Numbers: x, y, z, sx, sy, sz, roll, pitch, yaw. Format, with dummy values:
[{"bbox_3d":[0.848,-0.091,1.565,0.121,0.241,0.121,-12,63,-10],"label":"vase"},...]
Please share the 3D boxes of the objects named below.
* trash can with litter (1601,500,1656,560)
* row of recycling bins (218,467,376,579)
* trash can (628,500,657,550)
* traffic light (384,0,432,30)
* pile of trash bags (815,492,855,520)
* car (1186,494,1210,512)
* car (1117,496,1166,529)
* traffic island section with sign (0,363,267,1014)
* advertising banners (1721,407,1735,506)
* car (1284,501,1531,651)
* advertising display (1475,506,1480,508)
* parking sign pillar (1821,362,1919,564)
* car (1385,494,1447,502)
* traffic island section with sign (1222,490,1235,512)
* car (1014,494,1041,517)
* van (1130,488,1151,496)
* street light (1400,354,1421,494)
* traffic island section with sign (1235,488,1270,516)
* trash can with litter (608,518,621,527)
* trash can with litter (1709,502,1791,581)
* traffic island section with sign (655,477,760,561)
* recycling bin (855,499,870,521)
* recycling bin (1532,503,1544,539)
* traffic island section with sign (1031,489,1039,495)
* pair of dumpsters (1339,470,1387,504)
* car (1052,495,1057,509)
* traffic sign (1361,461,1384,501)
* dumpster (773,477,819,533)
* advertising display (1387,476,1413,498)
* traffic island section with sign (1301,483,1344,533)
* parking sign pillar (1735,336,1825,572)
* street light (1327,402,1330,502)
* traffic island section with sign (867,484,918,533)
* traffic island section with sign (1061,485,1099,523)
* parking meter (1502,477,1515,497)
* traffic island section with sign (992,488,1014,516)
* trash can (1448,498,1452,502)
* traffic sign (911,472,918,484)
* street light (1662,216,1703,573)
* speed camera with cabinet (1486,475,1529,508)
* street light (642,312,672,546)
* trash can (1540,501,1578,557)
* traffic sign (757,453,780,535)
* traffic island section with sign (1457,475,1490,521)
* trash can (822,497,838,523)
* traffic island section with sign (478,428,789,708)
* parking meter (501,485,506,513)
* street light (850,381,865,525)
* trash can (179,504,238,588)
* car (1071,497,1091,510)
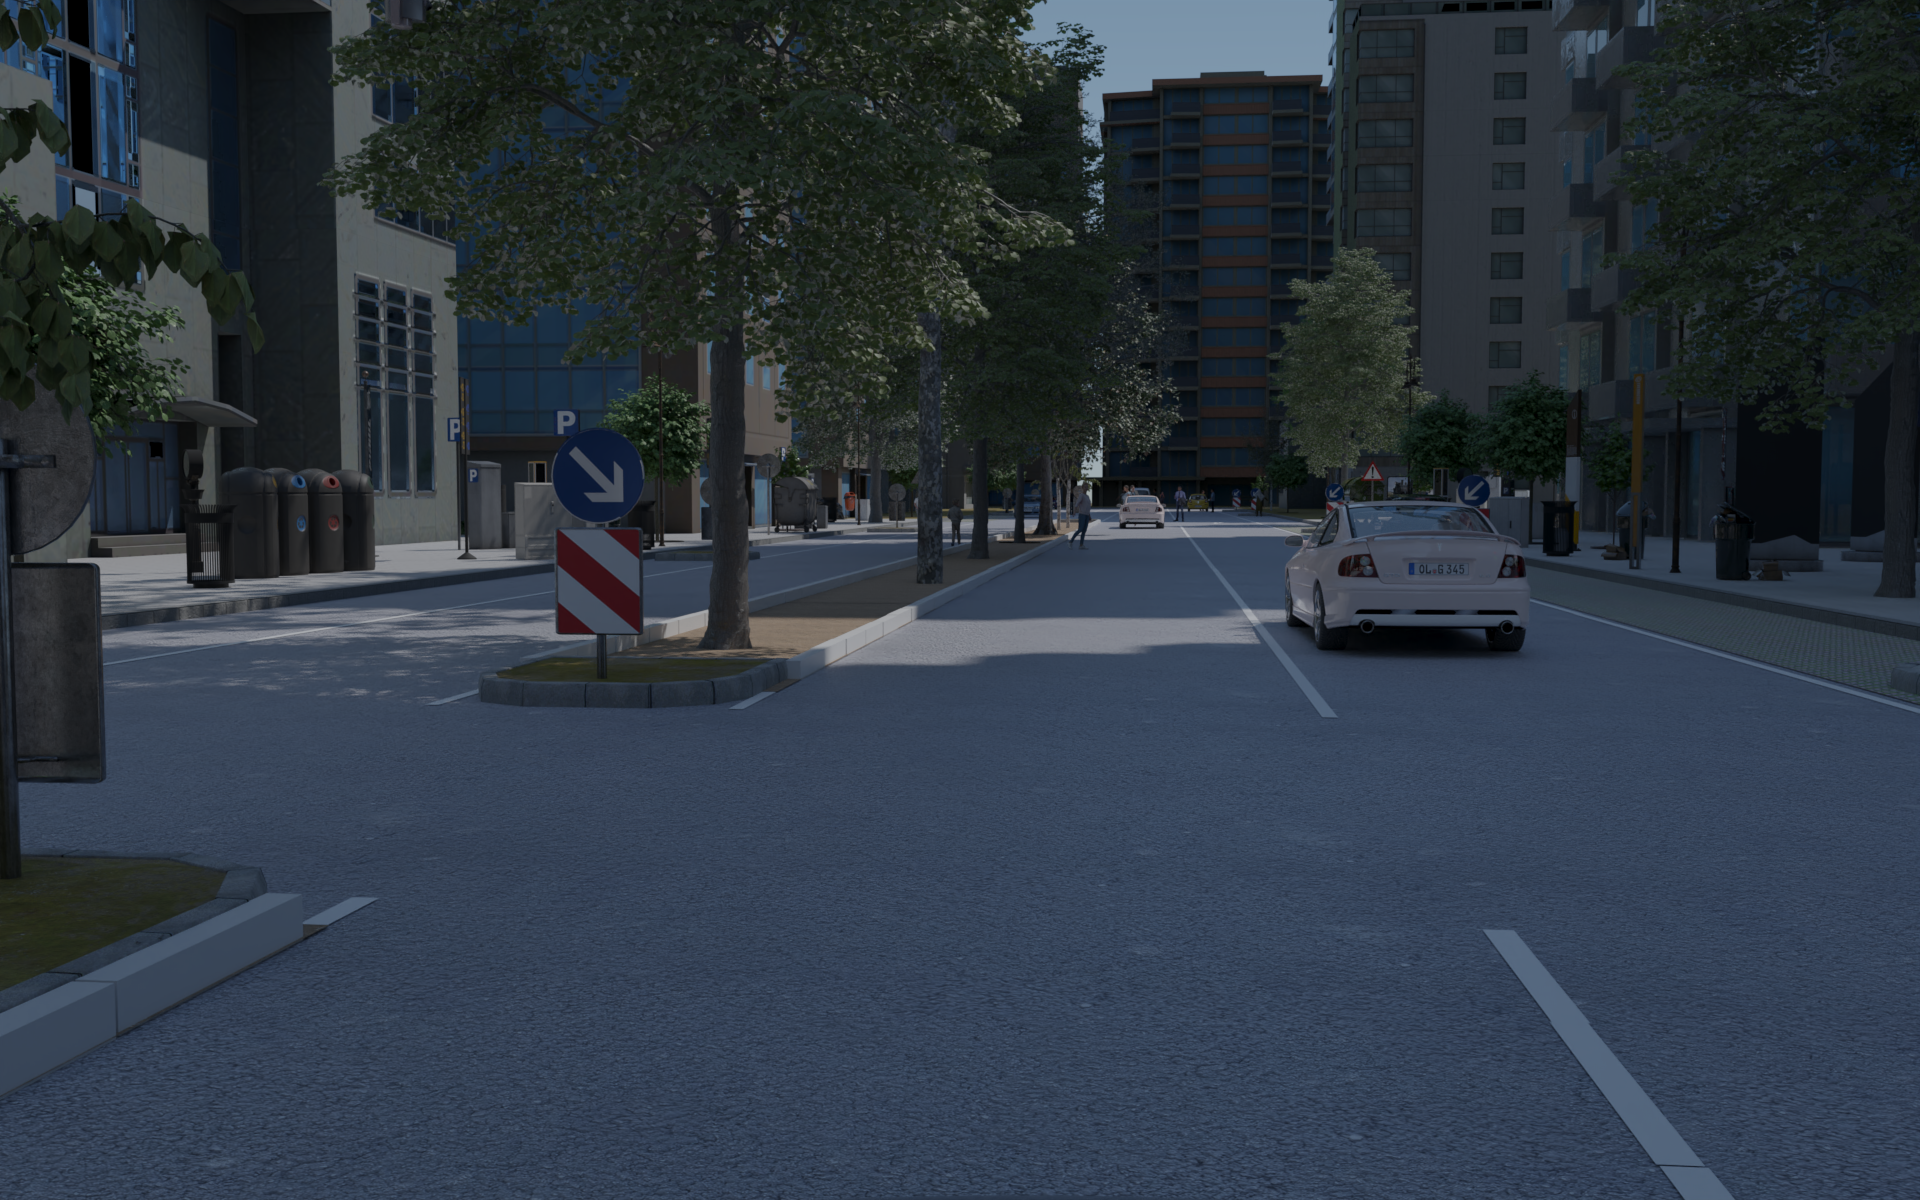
[{"bbox_3d":[13.028,-1.371,33.797,1.055,1.170,0.624,-3,4,-37],"label":"trash can with litter"},{"bbox_3d":[-10.609,-1.262,27.748,1.069,1.692,3.534,1,4,13],"label":"row of recycling bins"},{"bbox_3d":[-7.311,-1.717,39.719,0.748,1.137,0.748,0,3,0],"label":"trash can"},{"bbox_3d":[-6.425,-2.360,13.253,4.771,5.953,1.251,0,4,6],"label":"traffic light"},{"bbox_3d":[-6.535,-4.710,86.764,1.912,1.369,3.447,3,5,41],"label":"pile of trash bags"},{"bbox_3d":[19.674,-8.132,143.186,2.015,1.641,3.980,0,4,7],"label":"car"},{"bbox_3d":[7.662,-3.719,73.161,2.083,1.381,4.827,0,4,5],"label":"car"},{"bbox_3d":[-3.255,0.180,5.196,2.006,1.907,1.989,0,4,6],"label":"traffic island section with sign"},{"bbox_3d":[15.807,-2.410,35.595,0.090,3.025,2.074,2,4,33],"label":"advertising banners"},{"bbox_3d":[4.330,-0.297,17.226,2.083,1.381,4.827,0,4,5],"label":"car"},{"bbox_3d":[18.619,-3.501,62.452,0.123,1.923,0.974,1,4,8],"label":"advertising display"},{"bbox_3d":[17.637,-2.723,32.986,1.447,3.967,1.447,-1,4,-11],"label":"parking sign pillar"},{"bbox_3d":[10.961,-1.970,41.999,2.009,1.686,4.222,0,4,7],"label":"car"},{"bbox_3d":[22.193,-8.029,139.899,1.989,1.847,2.006,0,4,6],"label":"traffic island section with sign"},{"bbox_3d":[4.335,-5.740,105.846,2.014,1.417,4.499,0,4,8],"label":"car"},{"bbox_3d":[12.360,-6.853,119.061,2.013,2.044,4.112,0,4,6],"label":"van"},{"bbox_3d":[14.848,-5.164,57.218,0.468,5.910,1.993,0,4,6],"label":"street light"},{"bbox_3d":[19.176,-6.391,113.113,1.989,1.847,2.006,0,4,6],"label":"traffic island section with sign"},{"bbox_3d":[-7.946,-1.656,38.463,0.624,1.170,1.055,-2,4,-33],"label":"trash can with litter"},{"bbox_3d":[11.785,-0.884,25.846,1.055,1.170,0.624,1,4,10],"label":"trash can with litter"},{"bbox_3d":[-5.470,-1.797,38.003,1.989,1.847,2.006,0,4,6],"label":"traffic island section with sign"},{"bbox_3d":[-4.572,-4.342,83.551,0.722,1.027,0.722,2,4,33],"label":"recycling bin"},{"bbox_3d":[16.214,-2.258,49.478,0.722,1.027,0.722,-3,5,-43],"label":"recycling bin"},{"bbox_3d":[6.199,-8.124,141.461,1.989,1.847,2.006,0,4,6],"label":"traffic island section with sign"},{"bbox_3d":[16.556,-4.208,71.289,1.574,2.255,4.437,0,4,6],"label":"pair of dumpsters"},{"bbox_3d":[8.289,-9.095,161.278,1.945,1.354,3.894,0,4,6],"label":"car"},{"bbox_3d":[16.281,-4.181,68.370,0.884,2.594,0.081,1,4,15],"label":"traffic sign"},{"bbox_3d":[-5.522,-3.206,58.183,1.264,1.857,1.865,0,4,6],"label":"dumpster"},{"bbox_3d":[15.786,-3.485,62.196,0.974,1.923,0.123,3,5,43],"label":"advertising display"},{"bbox_3d":[13.607,-3.372,63.759,1.989,1.847,2.006,0,4,6],"label":"traffic island section with sign"},{"bbox_3d":[13.732,-2.481,29.043,1.447,3.967,1.447,2,4,26],"label":"parking sign pillar"},{"bbox_3d":[18.202,-6.900,85.605,0.468,5.910,1.993,0,4,6],"label":"street light"},{"bbox_3d":[-2.381,-3.470,65.357,1.989,1.847,2.006,0,4,6],"label":"traffic island section with sign"},{"bbox_3d":[5.992,-4.837,87.224,2.006,1.907,1.989,0,4,6],"label":"traffic island section with sign"},{"bbox_3d":[19.017,-3.326,60.097,0.255,1.863,0.399,-3,4,-38],"label":"parking meter"},{"bbox_3d":[3.169,-6.486,114.676,1.989,1.847,2.006,0,4,6],"label":"traffic island section with sign"},{"bbox_3d":[17.656,-3.171,63.493,0.748,1.137,0.748,0,3,0],"label":"trash can"},{"bbox_3d":[-2.043,-5.375,87.877,0.884,2.594,0.081,0,4,8],"label":"traffic sign"},{"bbox_3d":[11.644,-3.378,28.017,0.468,5.910,1.993,0,4,6],"label":"street light"},{"bbox_3d":[26.584,-5.483,83.983,2.038,3.252,0.660,2,4,34],"label":"speed camera with cabinet"},{"bbox_3d":[-7.315,-4.253,42.326,0.468,5.910,1.993,0,4,6],"label":"street light"},{"bbox_3d":[12.349,-1.473,35.739,0.748,1.137,0.748,0,3,0],"label":"trash can"},{"bbox_3d":[-5.993,-3.307,54.178,0.768,2.556,0.104,1,4,10],"label":"traffic sign"},{"bbox_3d":[10.520,-1.693,36.312,1.989,1.847,2.006,0,4,6],"label":"traffic island section with sign"},{"bbox_3d":[-5.865,-4.068,78.172,0.748,1.137,0.748,0,3,0],"label":"trash can"},{"bbox_3d":[-2.415,-0.270,12.555,2.006,1.907,1.989,0,4,6],"label":"traffic island section with sign"},{"bbox_3d":[-12.813,-2.432,48.181,0.372,1.533,0.369,0,3,0],"label":"parking meter"},{"bbox_3d":[-4.152,-6.008,71.025,0.468,5.910,1.993,0,4,6],"label":"street light"},{"bbox_3d":[-10.276,-0.739,23.731,0.748,1.137,0.748,0,3,0],"label":"trash can"},{"bbox_3d":[10.623,-8.688,154.416,2.083,1.381,4.827,0,4,6],"label":"car"}]
